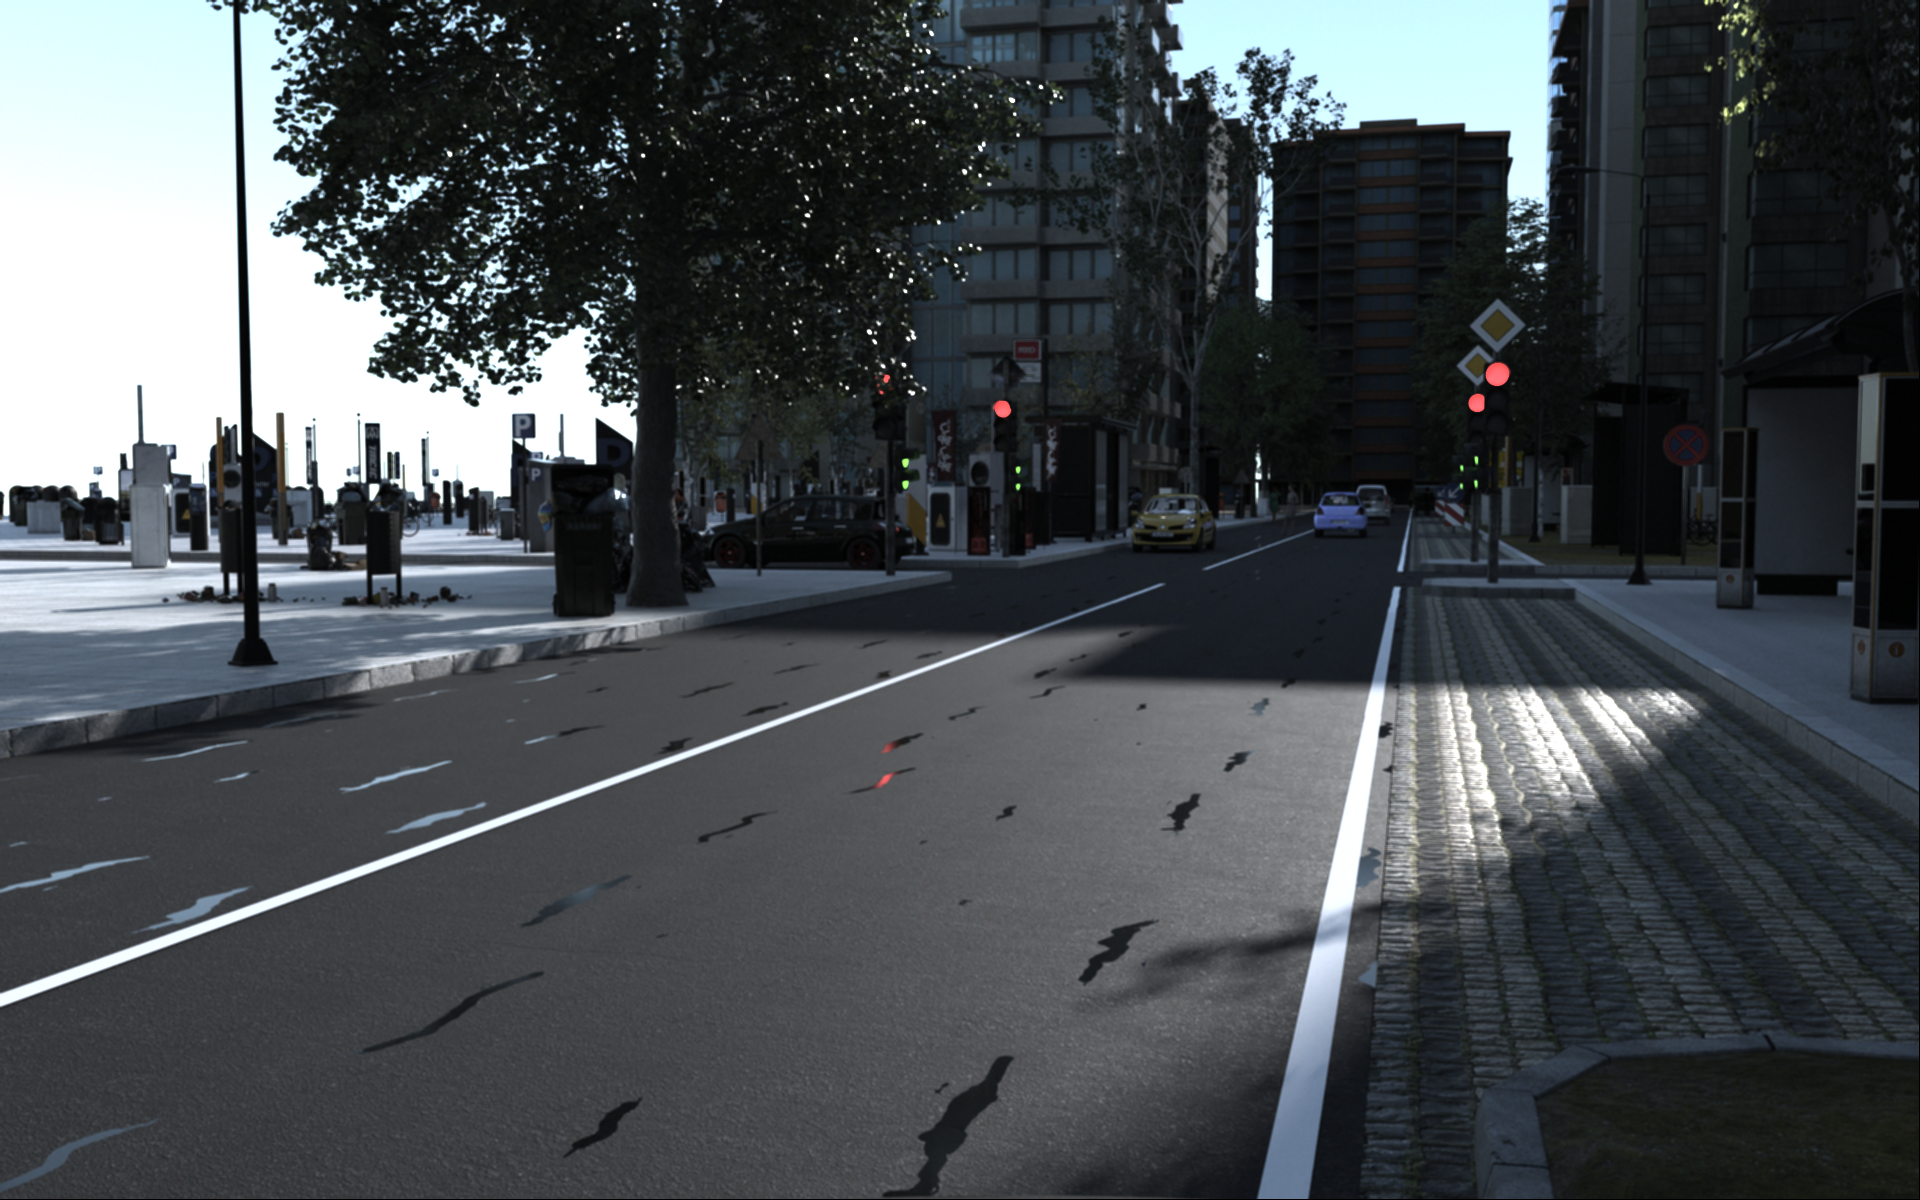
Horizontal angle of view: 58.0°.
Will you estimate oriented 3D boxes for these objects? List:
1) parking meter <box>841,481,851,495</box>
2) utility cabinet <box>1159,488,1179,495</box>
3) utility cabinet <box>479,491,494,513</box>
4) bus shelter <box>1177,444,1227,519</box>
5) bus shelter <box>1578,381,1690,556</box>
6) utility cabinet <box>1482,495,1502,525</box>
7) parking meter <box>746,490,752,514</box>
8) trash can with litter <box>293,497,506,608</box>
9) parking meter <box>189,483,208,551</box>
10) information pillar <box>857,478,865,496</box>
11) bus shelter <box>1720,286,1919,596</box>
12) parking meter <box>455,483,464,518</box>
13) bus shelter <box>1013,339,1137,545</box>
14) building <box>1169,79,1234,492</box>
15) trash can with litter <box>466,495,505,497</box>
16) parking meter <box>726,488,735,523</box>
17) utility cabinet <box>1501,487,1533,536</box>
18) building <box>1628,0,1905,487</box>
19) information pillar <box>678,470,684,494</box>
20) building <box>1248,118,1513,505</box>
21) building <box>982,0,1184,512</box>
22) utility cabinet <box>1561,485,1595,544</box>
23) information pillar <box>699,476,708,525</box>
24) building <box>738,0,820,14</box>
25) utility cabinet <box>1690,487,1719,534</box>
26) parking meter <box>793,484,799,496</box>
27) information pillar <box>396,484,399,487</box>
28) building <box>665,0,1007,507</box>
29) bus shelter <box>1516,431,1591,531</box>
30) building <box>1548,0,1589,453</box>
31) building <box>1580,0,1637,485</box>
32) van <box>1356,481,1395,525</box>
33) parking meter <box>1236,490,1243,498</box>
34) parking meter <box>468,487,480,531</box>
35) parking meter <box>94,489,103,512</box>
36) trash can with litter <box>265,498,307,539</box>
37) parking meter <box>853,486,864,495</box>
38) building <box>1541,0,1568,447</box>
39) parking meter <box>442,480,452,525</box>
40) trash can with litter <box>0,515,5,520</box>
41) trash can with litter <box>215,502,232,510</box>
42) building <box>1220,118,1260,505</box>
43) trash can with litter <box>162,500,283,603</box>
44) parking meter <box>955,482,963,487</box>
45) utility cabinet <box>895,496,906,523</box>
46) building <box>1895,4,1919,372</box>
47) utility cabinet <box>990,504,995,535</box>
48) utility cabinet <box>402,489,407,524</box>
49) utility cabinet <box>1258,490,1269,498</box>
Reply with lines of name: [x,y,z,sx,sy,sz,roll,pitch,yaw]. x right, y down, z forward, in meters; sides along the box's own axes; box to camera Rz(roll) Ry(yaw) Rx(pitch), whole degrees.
parking meter: [-5.066,-4.346,76.771,0.399,1.863,0.255,1,4,10]
utility cabinet: [7.664,-3.351,63.472,0.318,1.500,1.173,-1,4,-16]
utility cabinet: [-30.229,-6.203,110.095,1.173,1.500,0.318,0,4,4]
bus shelter: [11.876,-5.727,84.912,1.731,3.624,6.357,1,4,15]
bus shelter: [14.990,-2.905,38.772,1.731,3.624,6.357,1,4,15]
utility cabinet: [21.972,-3.694,71.564,0.306,1.237,1.020,-1,4,-17]
parking meter: [-13.472,-6.251,110.619,0.372,1.533,0.369,0,3,0]
trash can with litter: [-6.500,-0.584,20.599,1.678,1.210,2.233,1,4,22]
parking meter: [-17.255,-1.886,39.255,0.372,1.533,0.369,0,3,0]
information pillar: [-4.664,-4.717,81.618,0.304,2.012,0.304,1,4,11]
bus shelter: [10.068,-1.564,19.492,2.014,3.302,5.546,1,4,15]
parking meter: [-27.207,-5.409,94.151,0.255,1.863,0.399,3,5,42]
bus shelter: [3.087,-4.260,47.279,2.179,5.291,8.768,1,4,15]
building: [12.747,-28.793,162.644,23.993,40.220,32.217,1,4,15]
trash can with litter: [-14.848,-2.629,54.035,1.678,1.210,2.233,-2,4,-29]
parking meter: [-9.498,-3.875,71.768,0.372,1.533,0.369,0,3,0]
utility cabinet: [17.078,-2.715,53.069,1.173,1.500,0.318,-3,4,-39]
building: [43.705,-19.719,94.101,14.160,30.474,14.107,1,4,15]
information pillar: [-8.319,-2.914,52.137,0.304,2.012,0.304,0,4,-6]
building: [49.859,-33.704,205.676,28.867,44.769,22.147,1,4,15]
building: [4.154,-31.025,126.867,23.786,49.044,30.456,1,4,15]
utility cabinet: [15.870,-2.157,43.954,1.173,1.500,0.318,-1,4,-12]
information pillar: [-10.621,-4.111,71.705,0.304,2.012,0.304,0,4,3]
building: [-16.099,-47.874,220.996,20.611,71.187,20.563,1,4,15]
utility cabinet: [23.727,-2.864,55.503,0.318,1.500,1.173,-3,4,-39]
parking meter: [-9.524,-5.772,100.085,0.399,1.863,0.255,3,5,44]
information pillar: [-39.660,-7.189,122.033,0.304,2.012,0.304,-1,4,-9]
building: [-13.131,-33.834,172.793,30.456,49.044,23.786,1,4,15]
bus shelter: [19.736,-3.910,57.860,2.014,3.302,5.546,1,4,15]
building: [63.402,-30.382,151.373,22.147,44.769,28.867,1,4,15]
building: [55.830,-35.559,123.381,21.231,58.520,28.212,1,4,15]
van: [19.367,-4.547,81.348,2.013,2.044,4.112,1,4,15]
parking meter: [15.935,-5.523,98.704,0.372,1.533,0.369,0,3,0]
parking meter: [-16.818,-3.152,59.948,0.372,1.533,0.369,0,3,0]
parking meter: [-40.531,-4.469,81.474,0.372,1.533,0.369,0,3,0]
trash can with litter: [-19.179,-2.319,49.302,0.624,1.170,1.055,2,4,29]
parking meter: [-3.309,-2.946,56.572,0.372,1.533,0.369,0,3,0]
building: [78.828,-54.054,196.448,31.000,86.520,22.319,1,4,15]
parking meter: [-21.595,-4.112,72.938,0.255,1.863,0.399,0,4,4]
trash can with litter: [-47.821,-4.540,85.612,1.055,1.170,0.624,0,4,-3]
trash can with litter: [-22.362,-2.574,53.478,1.055,1.170,0.624,-3,5,-45]
building: [28.020,-34.077,207.262,14.200,45.320,14.600,1,4,15]
trash can with litter: [-8.891,-0.615,21.116,1.678,1.210,2.233,-3,5,-41]
parking meter: [-0.059,-5.004,87.521,0.399,1.863,0.255,3,5,41]
utility cabinet: [-1.592,-1.947,42.998,0.306,1.237,1.020,-1,4,-15]
building: [38.021,-36.980,42.868,20.611,71.187,20.563,1,4,15]
utility cabinet: [1.018,-2.615,53.918,1.020,1.237,0.306,-1,4,-20]
utility cabinet: [-23.897,-3.947,73.212,0.318,1.500,1.173,1,4,22]
utility cabinet: [18.479,-5.917,105.424,0.318,1.500,1.173,2,4,28]
